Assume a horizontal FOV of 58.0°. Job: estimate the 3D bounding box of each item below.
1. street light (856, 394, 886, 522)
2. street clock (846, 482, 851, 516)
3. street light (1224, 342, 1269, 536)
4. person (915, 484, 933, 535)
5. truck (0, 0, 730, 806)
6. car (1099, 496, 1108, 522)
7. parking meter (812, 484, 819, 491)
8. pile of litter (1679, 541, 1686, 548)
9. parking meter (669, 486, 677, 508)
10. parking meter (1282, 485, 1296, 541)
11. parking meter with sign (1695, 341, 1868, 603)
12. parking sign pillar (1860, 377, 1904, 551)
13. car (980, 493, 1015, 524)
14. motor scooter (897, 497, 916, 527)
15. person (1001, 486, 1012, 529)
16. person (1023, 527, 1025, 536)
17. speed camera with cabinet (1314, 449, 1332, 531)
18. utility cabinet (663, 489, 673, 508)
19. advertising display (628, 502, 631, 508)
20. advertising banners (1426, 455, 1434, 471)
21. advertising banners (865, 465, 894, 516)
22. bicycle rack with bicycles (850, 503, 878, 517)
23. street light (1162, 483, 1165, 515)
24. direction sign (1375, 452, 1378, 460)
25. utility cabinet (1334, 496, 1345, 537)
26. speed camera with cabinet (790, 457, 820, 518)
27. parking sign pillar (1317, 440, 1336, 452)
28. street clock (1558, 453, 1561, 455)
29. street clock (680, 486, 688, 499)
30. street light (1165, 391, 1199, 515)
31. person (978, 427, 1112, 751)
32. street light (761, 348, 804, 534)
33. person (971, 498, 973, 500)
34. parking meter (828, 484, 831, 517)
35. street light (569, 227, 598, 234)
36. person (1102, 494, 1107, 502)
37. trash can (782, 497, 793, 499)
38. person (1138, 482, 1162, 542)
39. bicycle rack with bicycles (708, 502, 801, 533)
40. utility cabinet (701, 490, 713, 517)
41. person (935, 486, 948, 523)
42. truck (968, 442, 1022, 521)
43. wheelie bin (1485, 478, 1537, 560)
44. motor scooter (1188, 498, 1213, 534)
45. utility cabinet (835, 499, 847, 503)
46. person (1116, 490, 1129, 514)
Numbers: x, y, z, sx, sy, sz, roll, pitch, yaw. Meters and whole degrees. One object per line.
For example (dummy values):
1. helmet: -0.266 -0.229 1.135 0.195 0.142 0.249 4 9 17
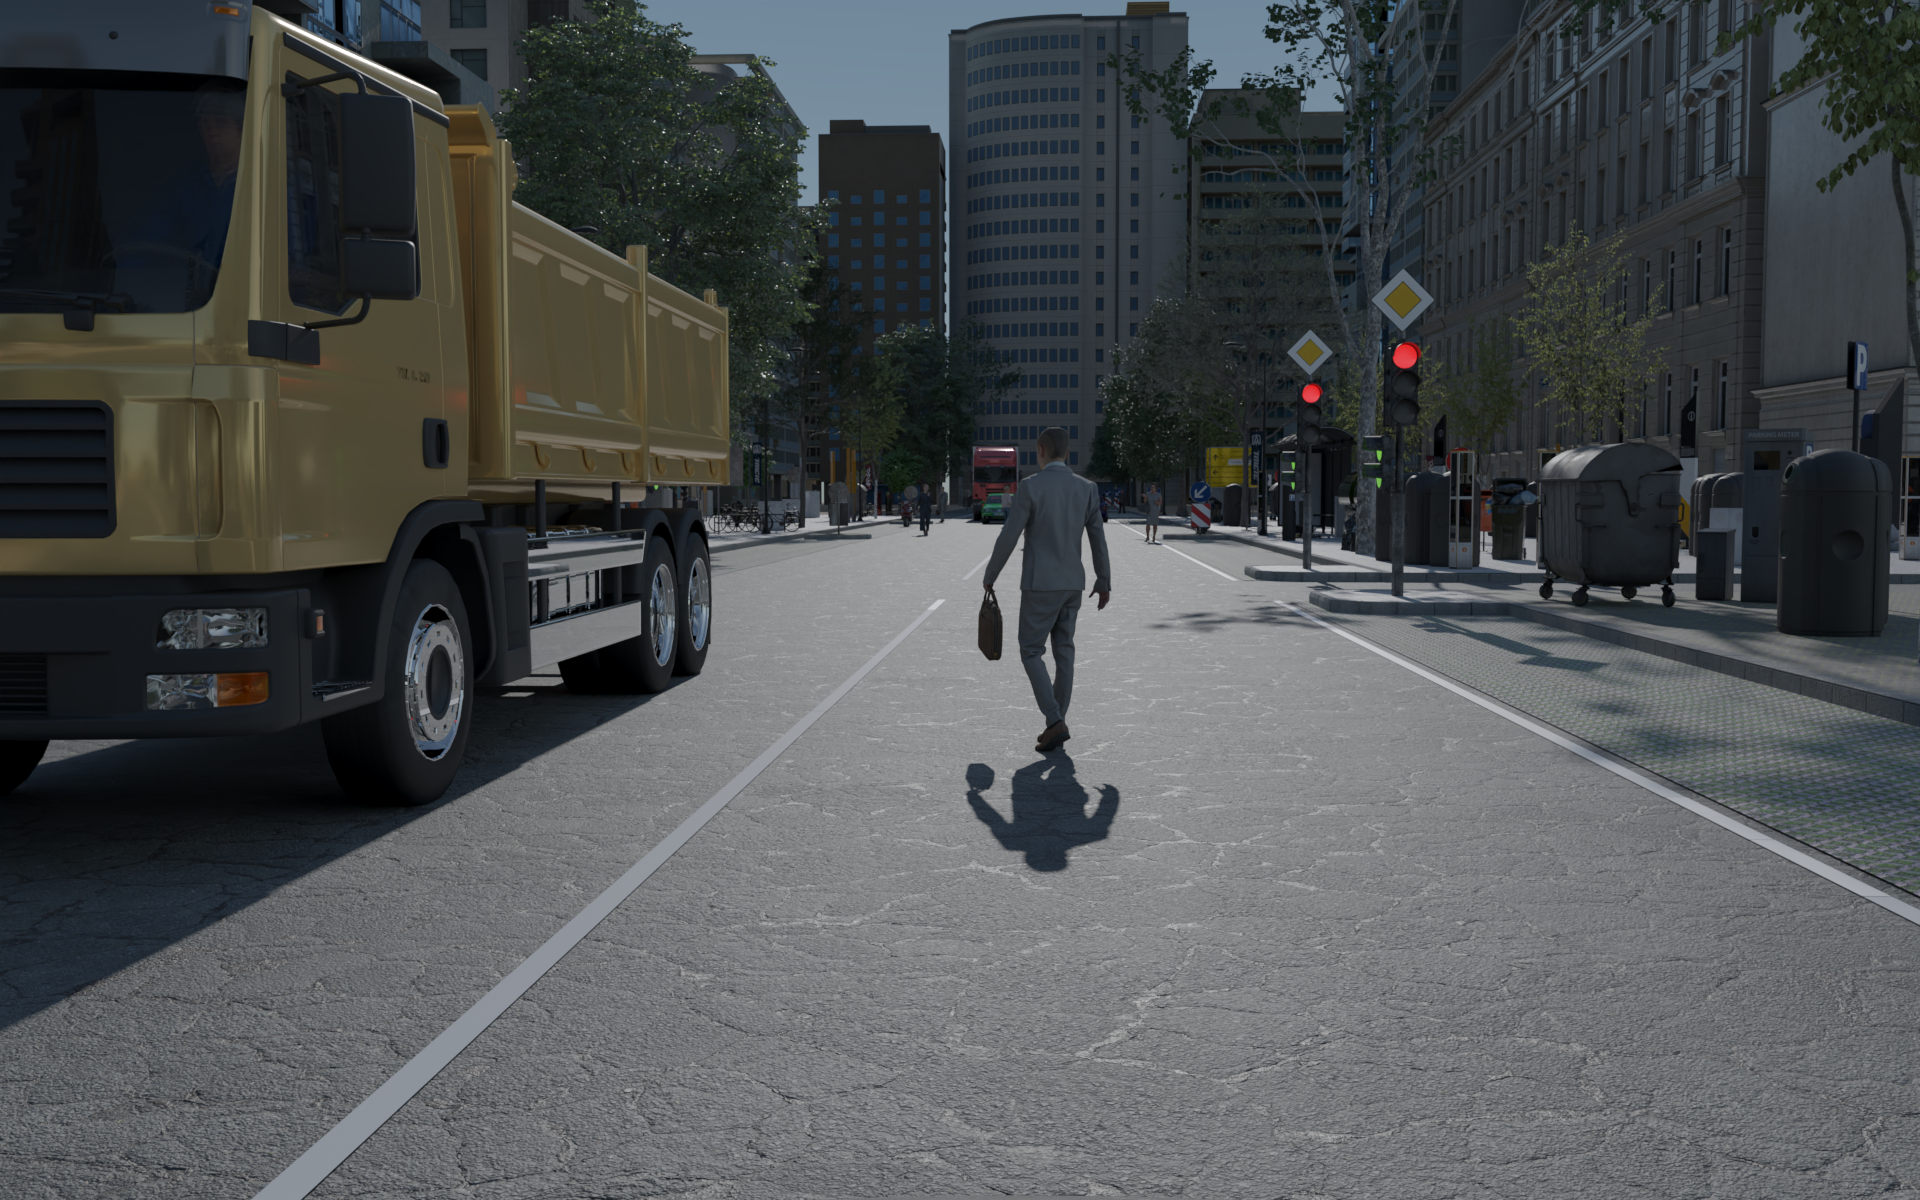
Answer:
1. street light: -4.125 -6.611 80.626 1.470 5.913 1.316 0 4 3
2. street clock: -6.412 -5.840 100.048 0.358 2.002 0.471 -2 4 -30
3. street light: 8.790 -4.930 53.151 1.470 5.913 1.316 0 4 3
4. person: -1.245 -3.172 60.784 0.576 1.772 0.534 -2 4 -26
5. truck: -3.519 -0.870 10.144 3.469 3.379 9.791 0 4 3
6. car: 6.691 -4.687 89.220 1.945 1.354 3.894 0 4 1
7. parking meter: -8.046 -5.553 96.496 0.399 1.863 0.255 -1 4 -9
8. pile of litter: 17.048 -1.702 41.801 1.176 0.858 1.719 3 4 37
9. parking meter: -16.755 -5.841 101.208 0.399 1.863 0.255 1 4 22
10. parking meter: 9.025 -2.391 47.496 0.372 1.533 0.369 0 3 0
11. parking meter with sign: 9.662 -1.480 20.465 1.738 3.016 0.543 3 5 41
12. parking sign pillar: 21.007 -3.123 39.527 1.447 3.967 1.447 -3 5 -40
13. car: 2.002 -4.592 83.869 1.959 1.807 4.718 0 4 4
14. motor scooter: -2.337 -3.866 75.980 0.815 1.314 1.986 0 4 2
15. person: 1.759 -3.434 65.312 0.731 1.740 0.598 3 4 38
16. person: 1.833 -2.253 46.337 0.522 1.701 0.512 1 4 16
17. speed camera with cabinet: 12.285 -4.008 59.869 2.038 3.252 0.660 -1 4 -10
18. utility cabinet: -12.438 -3.844 71.533 1.173 1.500 0.318 2 4 24
19. advertising display: -17.320 -5.213 90.447 0.974 1.923 0.123 0 4 5
20. advertising banners: 22.019 -5.047 78.711 2.074 3.025 0.090 -1 4 -20
21. advertising banners: -4.832 -6.525 102.873 2.074 3.025 0.090 2 4 32
22. bicycle rack with bicycles: -6.053 -5.146 97.524 2.925 0.926 2.852 -1 4 -13
23. street light: 11.737 -8.040 103.999 1.470 5.913 1.316 0 4 3
24. direction sign: 20.448 -5.723 85.563 0.379 3.537 0.876 -1 4 -11
25. utility cabinet: 11.629 -2.454 51.283 1.020 1.237 0.306 0 4 -3
26. speed camera with cabinet: -8.340 -6.053 93.299 0.660 3.252 2.038 2 4 29
27. parking sign pillar: 17.319 -5.673 81.231 1.447 3.967 1.447 2 4 29
28. street clock: 10.562 -1.577 30.352 0.358 2.002 0.471 1 4 18
29. street clock: -11.957 -4.312 75.064 0.471 2.002 0.358 -1 4 -15
30. street light: 10.188 -6.467 78.274 1.470 5.913 1.316 0 4 3
31. person: 0.499 -0.078 9.889 0.709 1.813 0.853 -2 4 -27
32. street light: -5.657 -5.055 55.185 1.470 5.913 1.316 0 4 3
33. person: 1.427 -7.814 136.200 1.348 1.831 0.705 -3 5 -41
34. parking meter: -7.088 -5.481 95.317 0.255 1.863 0.399 1 4 17
35. street light: -6.986 -3.531 30.270 1.470 5.913 1.316 0 4 3
36. person: 11.712 -7.929 141.397 1.065 1.426 0.557 -3 5 -43
37. trash can: -9.678 -5.247 97.446 0.748 1.137 0.748 0 3 0
38. person: 5.643 -2.615 51.614 0.716 1.782 0.532 1 4 19
39. bicycle rack with bicycles: -7.105 -2.718 57.815 2.925 0.926 2.852 1 4 18
40. utility cabinet: -13.972 -5.326 95.765 0.318 1.500 1.173 -2 4 -26
41. person: -0.920 -4.780 86.756 0.694 1.812 0.767 3 4 36
42. truck: 1.998 -6.555 96.091 2.839 4.237 11.283 0 4 2
43. wheelie bin: 10.754 -1.586 33.841 0.980 1.594 0.693 1 4 22
44. motor scooter: 7.912 -2.699 56.902 0.815 1.314 1.986 0 4 2
45. utility cabinet: -5.947 -4.660 87.357 0.306 1.237 1.020 2 4 32
46. person: 11.630 -7.053 124.373 0.990 1.755 0.434 3 4 36
